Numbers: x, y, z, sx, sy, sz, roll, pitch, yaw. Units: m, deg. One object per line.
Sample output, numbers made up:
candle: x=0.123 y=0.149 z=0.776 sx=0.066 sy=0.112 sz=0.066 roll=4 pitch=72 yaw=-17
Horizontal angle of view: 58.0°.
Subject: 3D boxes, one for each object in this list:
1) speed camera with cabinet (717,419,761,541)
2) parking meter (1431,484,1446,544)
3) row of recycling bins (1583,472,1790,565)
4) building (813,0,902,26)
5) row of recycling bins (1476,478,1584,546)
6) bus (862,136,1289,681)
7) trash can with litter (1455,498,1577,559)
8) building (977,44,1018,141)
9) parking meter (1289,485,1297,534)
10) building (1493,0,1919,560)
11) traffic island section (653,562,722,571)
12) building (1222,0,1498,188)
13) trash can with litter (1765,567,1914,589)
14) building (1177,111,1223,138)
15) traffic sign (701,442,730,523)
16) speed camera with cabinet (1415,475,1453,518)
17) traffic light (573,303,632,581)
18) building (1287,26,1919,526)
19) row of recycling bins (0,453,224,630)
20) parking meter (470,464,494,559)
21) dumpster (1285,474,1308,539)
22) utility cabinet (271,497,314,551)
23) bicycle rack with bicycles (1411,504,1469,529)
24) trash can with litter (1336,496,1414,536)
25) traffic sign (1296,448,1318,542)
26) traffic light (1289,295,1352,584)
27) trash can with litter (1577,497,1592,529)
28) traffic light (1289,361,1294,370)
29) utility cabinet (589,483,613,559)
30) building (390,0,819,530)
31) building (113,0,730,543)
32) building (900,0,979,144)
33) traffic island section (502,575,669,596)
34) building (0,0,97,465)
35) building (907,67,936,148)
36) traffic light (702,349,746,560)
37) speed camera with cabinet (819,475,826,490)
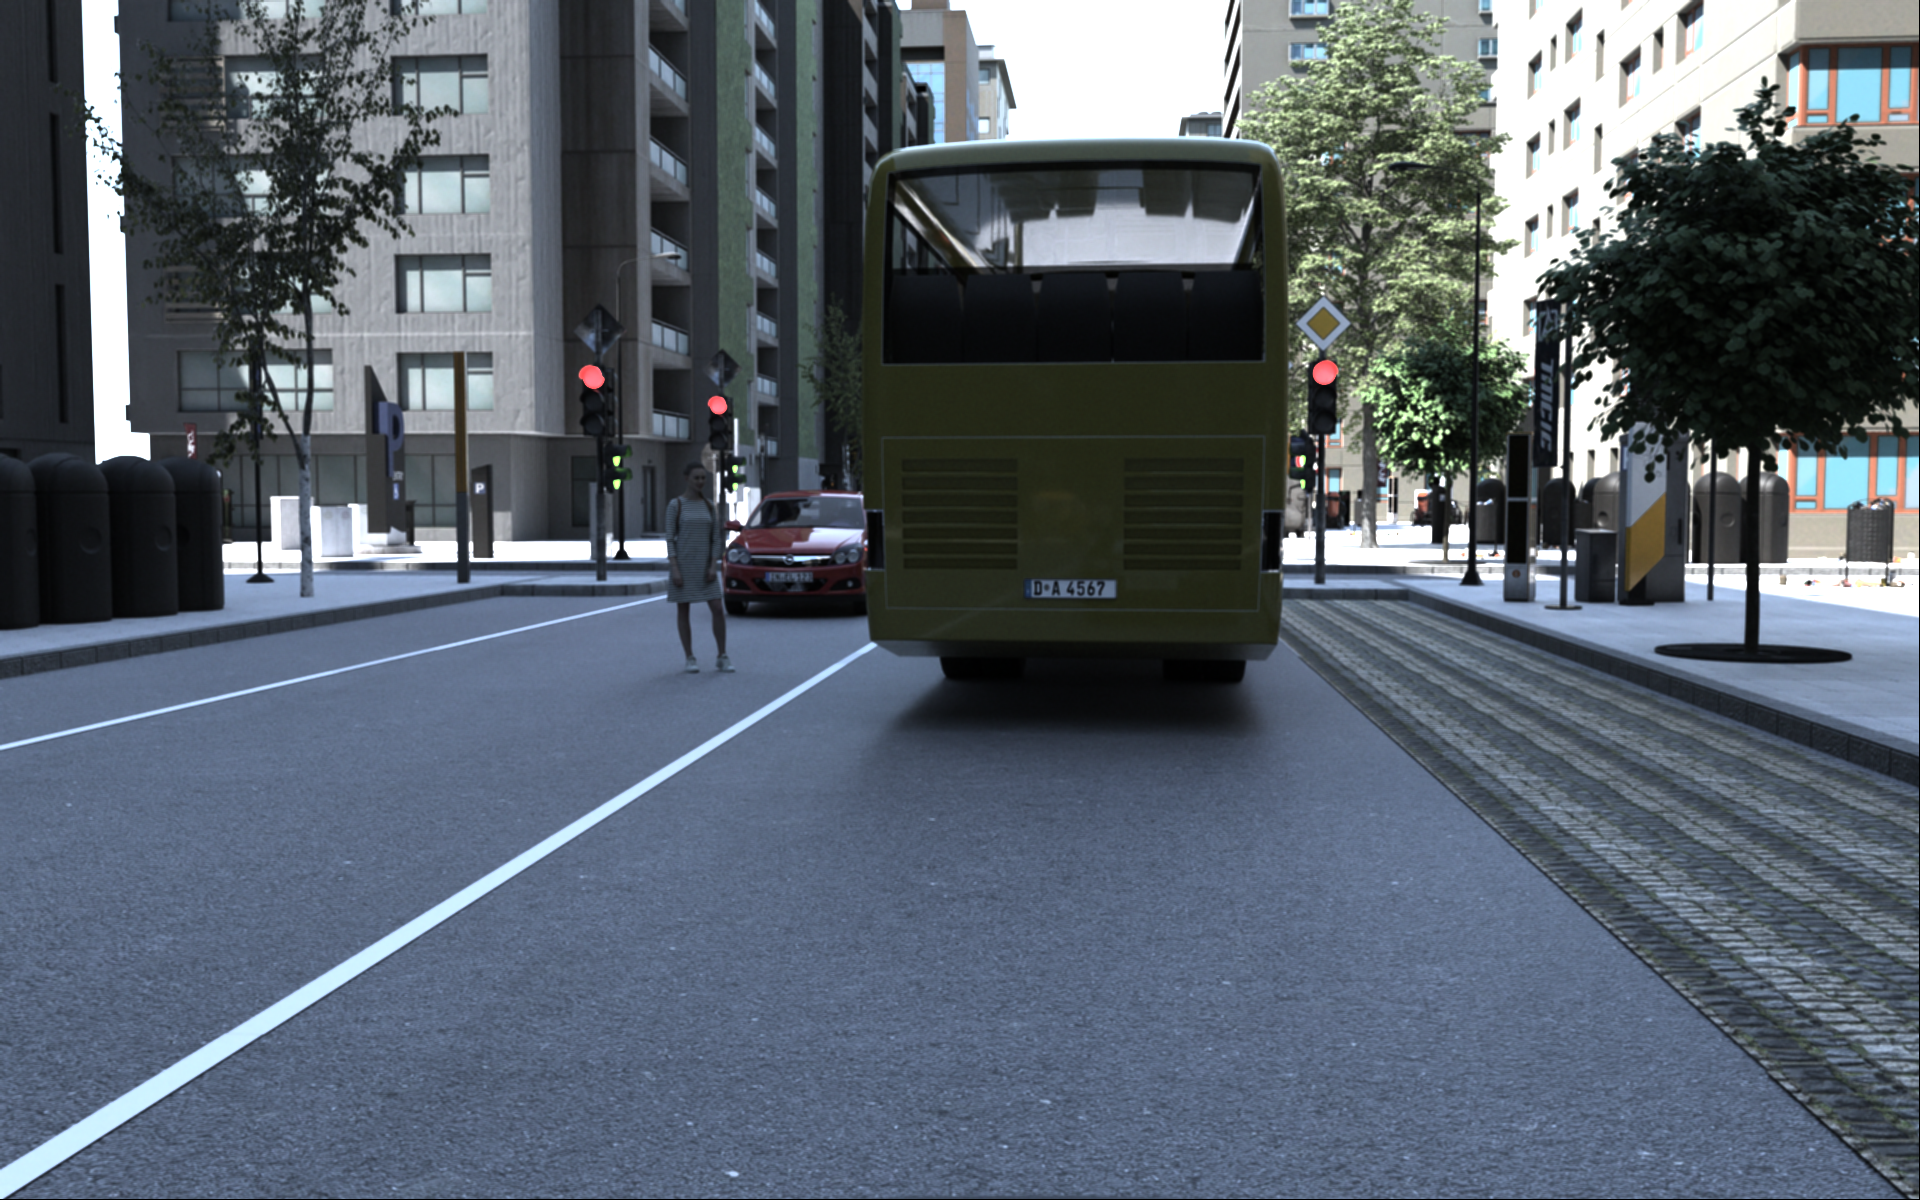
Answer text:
speed camera with cabinet: x=-5.902 y=-3.174 z=46.224 sx=0.660 sy=3.252 sz=2.038 roll=1 pitch=4 yaw=11
parking meter: x=12.400 y=-2.228 z=44.843 sx=0.372 sy=1.533 sz=0.369 roll=0 pitch=3 yaw=0
row of recycling bins: x=13.478 y=-1.515 z=31.875 sx=3.534 sy=1.692 sz=1.069 roll=0 pitch=4 yaw=-2
building: x=-10.936 y=-19.779 z=95.089 sx=14.160 sy=30.474 sz=14.107 roll=0 pitch=4 yaw=5
row of recycling bins: x=14.693 y=-2.232 z=43.610 sx=3.534 sy=1.692 sz=1.069 roll=3 pitch=4 yaw=36
bus: x=1.371 y=-1.509 z=16.213 sx=2.896 sy=3.916 sz=12.252 roll=0 pitch=4 yaw=7
trash can with litter: x=10.980 y=-1.460 z=34.923 sx=2.233 sy=1.210 sz=1.678 roll=0 pitch=4 yaw=3
building: x=-8.042 y=-37.939 z=209.533 sx=28.713 sy=52.752 sz=27.495 roll=0 pitch=4 yaw=5
parking meter: x=10.757 y=-3.100 z=56.402 sx=0.399 sy=1.863 sz=0.255 roll=1 pitch=4 yaw=18
building: x=31.759 y=-12.283 z=45.868 sx=28.899 sy=21.520 sz=27.650 roll=0 pitch=4 yaw=5
traffic island section: x=-4.623 y=-0.695 z=33.649 sx=2.009 sy=0.180 sz=2.903 roll=0 pitch=4 yaw=5
building: x=30.905 y=-30.914 z=129.143 sx=21.300 sy=48.544 sz=21.600 roll=0 pitch=4 yaw=5
trash can with litter: x=12.185 y=-0.799 z=24.117 sx=2.233 sy=1.210 sz=1.678 roll=1 pitch=4 yaw=18
building: x=43.734 y=-39.468 z=234.540 sx=28.713 sy=52.752 sz=27.495 roll=0 pitch=4 yaw=5
traffic sign: x=-5.853 y=-2.530 z=41.472 sx=0.768 sy=2.556 sz=0.104 roll=1 pitch=4 yaw=13
speed camera with cabinet: x=20.497 y=-4.923 z=74.834 sx=2.038 sy=3.252 sz=0.660 roll=-3 pitch=5 yaw=-41
traffic light: x=-5.298 y=-2.241 z=25.558 sx=0.839 sy=4.253 sz=0.868 roll=0 pitch=4 yaw=5
building: x=31.516 y=-15.070 z=91.439 sx=27.650 sy=21.520 sz=28.899 roll=0 pitch=4 yaw=5
row of recycling bins: x=-8.918 y=-0.657 z=17.859 sx=1.069 sy=1.692 sz=3.534 roll=1 pitch=4 yaw=15
parking meter: x=-9.470 y=-1.748 z=34.297 sx=0.399 sy=1.863 sz=0.255 roll=0 pitch=4 yaw=5
dumpster: x=9.429 y=-2.725 z=50.308 sx=1.264 sy=1.857 sz=1.865 roll=0 pitch=4 yaw=5
utility cabinet: x=-15.195 y=-1.732 z=39.484 sx=0.306 sy=1.237 sz=1.020 roll=2 pitch=4 yaw=25
bicycle rack with bicycles: x=18.214 y=-3.122 z=64.431 sx=2.852 sy=0.926 sz=2.925 roll=0 pitch=4 yaw=2
trash can with litter: x=12.683 y=-2.556 z=52.844 sx=2.233 sy=1.210 sz=1.678 roll=1 pitch=4 yaw=20
traffic sign: x=9.282 y=-2.803 z=45.928 sx=0.768 sy=2.556 sz=0.104 roll=1 pitch=4 yaw=11
traffic light: x=5.123 y=-2.185 z=24.643 sx=0.839 sy=4.253 sz=0.868 roll=0 pitch=4 yaw=5
trash can with litter: x=14.232 y=-1.812 z=40.690 sx=2.233 sy=1.210 sz=1.678 roll=-1 pitch=4 yaw=-22
traffic light: x=5.837 y=-2.671 z=32.596 sx=0.839 sy=4.253 sz=0.868 roll=0 pitch=4 yaw=5
utility cabinet: x=-7.046 y=-1.554 z=34.085 sx=0.318 sy=1.500 sz=1.173 roll=0 pitch=4 yaw=-4
building: x=-14.142 y=-23.811 z=72.903 sx=14.154 sy=41.232 sz=14.086 roll=0 pitch=4 yaw=5
building: x=-14.488 y=-22.459 z=50.802 sx=14.154 sy=41.232 sz=14.086 roll=0 pitch=4 yaw=5
building: x=-5.704 y=-31.139 z=159.232 sx=14.600 sy=45.320 sz=14.200 roll=0 pitch=4 yaw=5
traffic island section: x=-5.337 y=-0.209 z=25.696 sx=2.009 sy=0.180 sz=2.903 roll=0 pitch=4 yaw=5
building: x=-34.256 y=-16.828 z=46.847 sx=14.107 sy=30.474 sz=14.160 roll=0 pitch=4 yaw=5
building: x=-9.331 y=-21.111 z=116.865 sx=14.160 sy=30.474 sz=14.107 roll=0 pitch=4 yaw=5
traffic light: x=-4.584 y=-2.727 z=33.511 sx=0.839 sy=4.253 sz=0.868 roll=0 pitch=4 yaw=5
speed camera with cabinet: x=-7.247 y=-5.569 z=85.390 sx=0.660 sy=3.252 sz=2.038 roll=1 pitch=4 yaw=19
